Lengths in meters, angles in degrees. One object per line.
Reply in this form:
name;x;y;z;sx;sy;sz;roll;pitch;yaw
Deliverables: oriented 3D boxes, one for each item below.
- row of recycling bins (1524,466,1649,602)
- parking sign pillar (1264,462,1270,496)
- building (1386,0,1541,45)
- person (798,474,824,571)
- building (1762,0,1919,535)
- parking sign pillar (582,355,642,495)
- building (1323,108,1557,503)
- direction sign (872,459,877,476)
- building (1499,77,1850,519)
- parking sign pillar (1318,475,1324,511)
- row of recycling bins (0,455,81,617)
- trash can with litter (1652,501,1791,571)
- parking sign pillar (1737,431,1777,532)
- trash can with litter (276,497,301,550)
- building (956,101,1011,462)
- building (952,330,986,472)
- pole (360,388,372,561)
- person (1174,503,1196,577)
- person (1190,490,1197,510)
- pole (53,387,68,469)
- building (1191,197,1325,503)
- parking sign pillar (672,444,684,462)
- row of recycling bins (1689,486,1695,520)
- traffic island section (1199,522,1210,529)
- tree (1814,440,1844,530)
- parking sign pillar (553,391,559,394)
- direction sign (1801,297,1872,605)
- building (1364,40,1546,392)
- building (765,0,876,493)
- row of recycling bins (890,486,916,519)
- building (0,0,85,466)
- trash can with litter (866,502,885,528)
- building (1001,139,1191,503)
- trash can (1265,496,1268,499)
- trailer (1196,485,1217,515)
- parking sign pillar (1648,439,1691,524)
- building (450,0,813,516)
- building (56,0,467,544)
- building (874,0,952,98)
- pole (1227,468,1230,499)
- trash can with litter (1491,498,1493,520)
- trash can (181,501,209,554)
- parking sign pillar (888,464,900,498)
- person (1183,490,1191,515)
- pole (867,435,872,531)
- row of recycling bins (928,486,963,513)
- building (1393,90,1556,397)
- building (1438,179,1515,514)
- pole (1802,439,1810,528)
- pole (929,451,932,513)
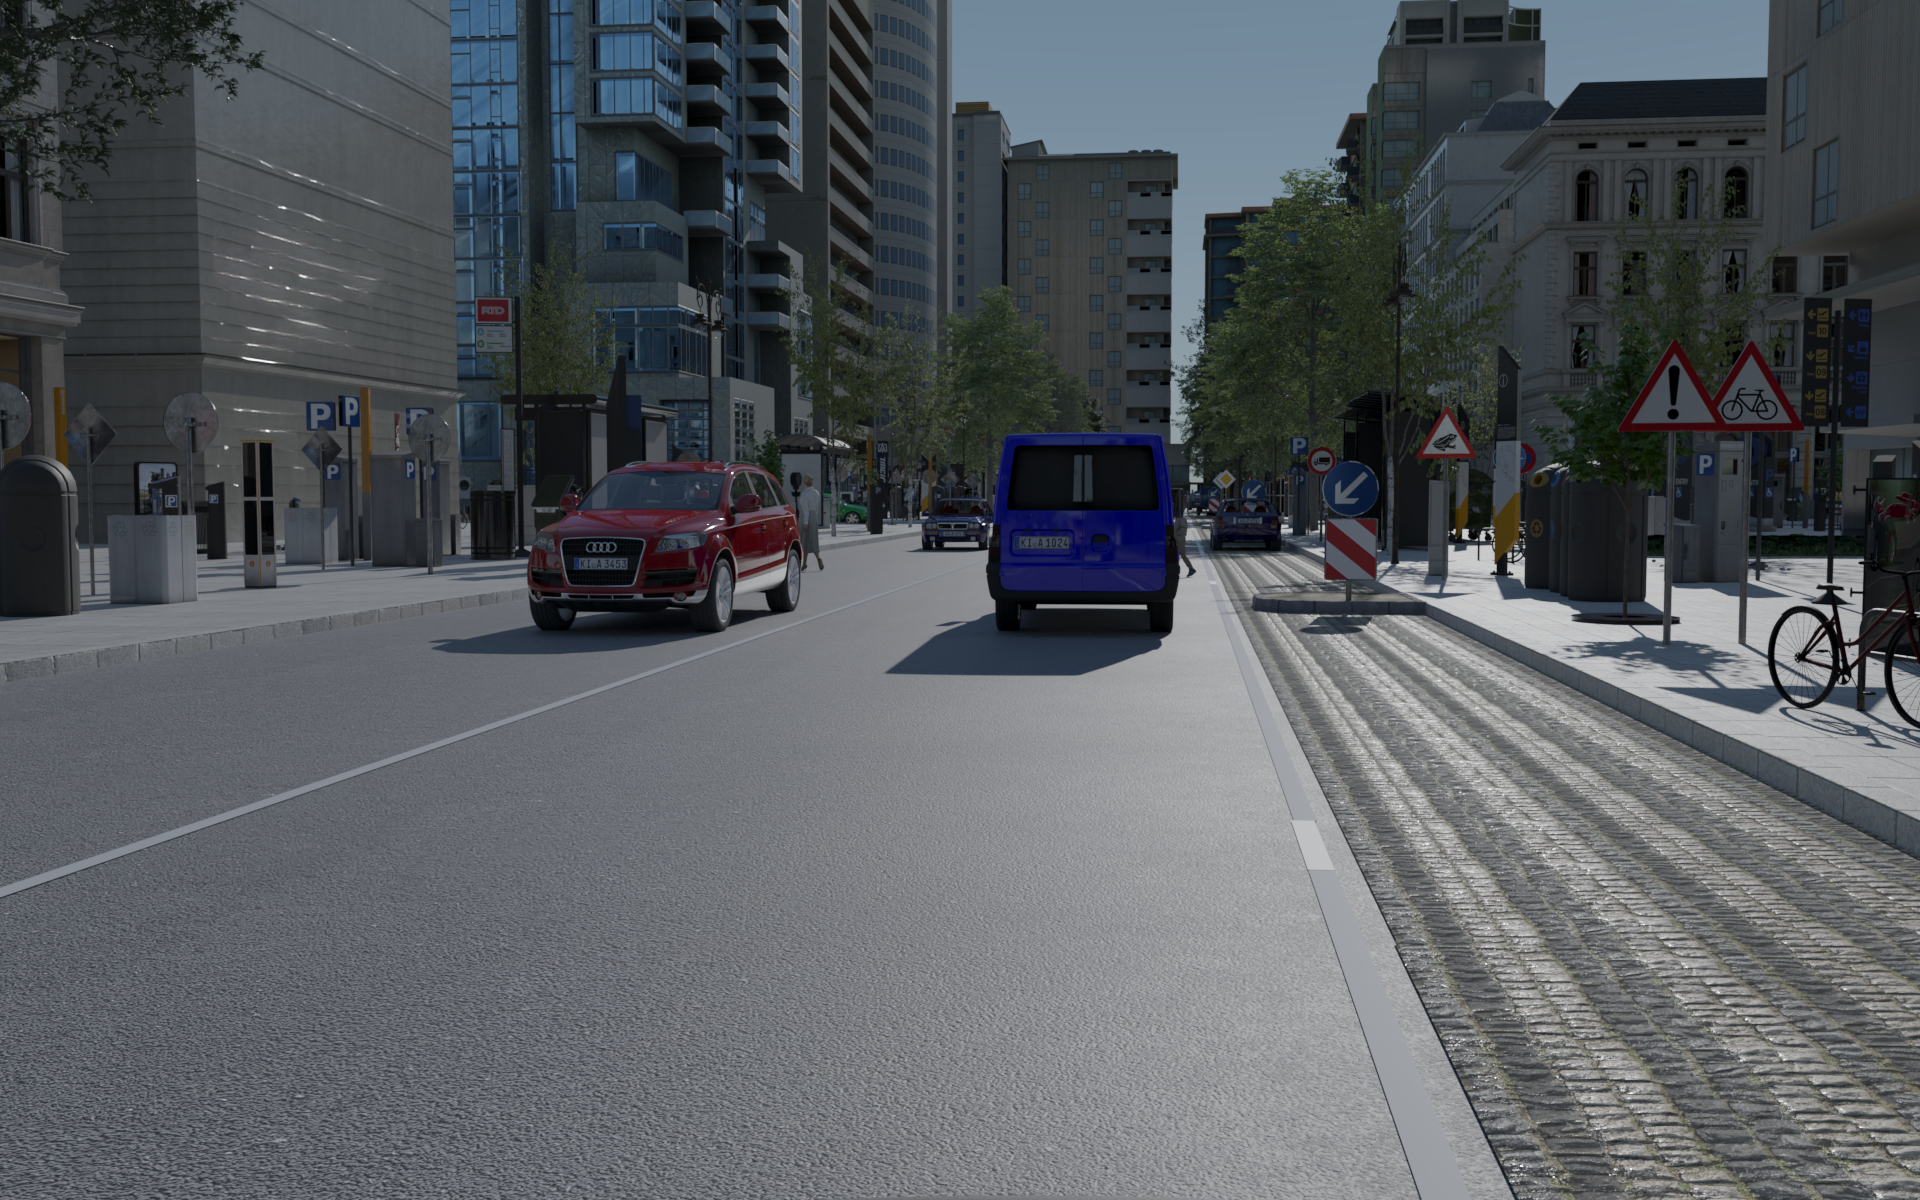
row of recycling bins;8.012;-0.921;22.177;1.069;1.692;3.534;0;4;8
parking sign pillar;20.272;-7.717;114.643;1.447;3.967;1.447;1;4;12
building;73.512;-49.879;253.775;20.611;71.187;20.563;0;4;7
person;-2.773;-1.443;32.314;0.478;1.798;0.641;-3;4;-39
building;36.595;-27.462;38.250;28.713;52.752;27.495;0;4;7
parking sign pillar;-6.684;-2.809;34.395;1.447;3.967;1.447;-1;4;-22
building;53.998;-33.099;195.786;22.147;44.769;28.867;0;4;7
direction sign;-5.286;-7.274;110.933;0.876;3.537;0.379;0;4;-6
building;40.204;-16.178;93.387;19.941;23.489;11.050;0;4;7
parking sign pillar;27.282;-8.783;132.078;1.447;3.967;1.447;0;4;2
row of recycling bins;-11.127;-0.700;18.558;3.534;1.692;1.069;1;4;9
trash can with litter;13.333;-1.152;29.897;1.678;1.210;2.233;-1;4;-14
parking sign pillar;27.192;-4.329;59.244;1.447;3.967;1.447;-1;4;-21
trash can with litter;-15.316;-1.787;40.282;1.678;1.210;2.233;-1;4;-16
building;-6.631;-44.172;264.217;28.212;58.520;21.231;0;4;7
building;-12.626;-22.102;206.411;28.899;21.520;27.650;0;4;7
pole;-11.387;-2.411;33.256;0.158;3.312;0.155;0;3;0
person;3.796;-1.047;29.894;0.640;1.303;0.475;-1;4;-21
person;20.441;-8.772;151.946;0.660;1.820;0.620;0;3;0
pole;-17.171;-2.403;33.131;0.158;3.312;0.155;0;3;0
building;49.099;-36.948;258.715;28.867;44.769;22.147;0;4;7
parking sign pillar;-14.928;-6.450;93.937;1.447;3.967;1.447;-1;4;-16
row of recycling bins;35.681;-4.775;85.176;1.069;1.692;3.534;2;4;31
traffic island section;11.877;-3.447;78.640;2.009;0.180;2.903;0;4;7
tree;31.647;-4.159;62.599;1.663;3.219;1.824;0;3;0
parking sign pillar;-10.551;-3.439;44.702;1.447;3.967;1.447;-1;4;-11
direction sign;10.148;-1.720;20.114;0.876;3.537;0.379;-1;4;-12
building;45.489;-29.189;160.827;14.154;41.232;14.086;0;4;7
building;-19.432;-31.883;144.991;21.300;48.544;21.600;0;4;7
row of recycling bins;-3.016;-5.212;92.326;1.069;1.692;3.534;-1;4;-13
building;-26.582;-10.273;18.875;10.553;20.767;40.483;0;4;7
trash can with litter;-3.259;-3.348;66.124;0.624;1.170;1.055;1;4;9
building;21.436;-41.290;264.330;27.495;52.752;28.713;0;4;7
trash can;23.512;-7.466;133.722;0.748;1.137;0.748;0;3;0
trailer;16.104;-6.461;112.687;1.471;1.999;3.904;0;4;5
parking sign pillar;24.737;-4.453;61.281;1.447;3.967;1.447;-1;4;-18
building;-21.760;-48.743;109.617;22.319;86.520;31.000;0;4;7
building;-39.556;-16.971;53.896;44.131;29.872;17.030;0;4;7
building;-12.986;-38.467;170.926;21.231;58.520;28.212;0;4;7
pole;19.855;-8.197;127.868;0.158;3.312;0.155;0;3;0
trash can with litter;26.956;-4.611;86.775;0.624;1.170;1.055;1;4;21
trash can;-16.370;-1.561;37.180;0.748;1.137;0.748;0;3;0
parking sign pillar;-6.055;-10.229;155.708;1.447;3.967;1.447;1;4;18
person;15.360;-6.599;117.224;0.563;1.720;0.643;-1;4;-23
pole;-3.108;-4.012;59.440;0.158;3.312;0.155;0;3;0
row of recycling bins;-0.635;-4.846;86.342;1.069;1.692;3.534;2;4;24
building;41.195;-21.897;135.502;11.434;29.767;29.804;0;4;7
building;37.643;-15.755;112.354;10.420;20.320;16.860;0;4;7
pole;31.608;-4.332;64.675;0.158;3.312;0.155;0;3;0
pole;-1.395;-5.358;81.445;0.158;3.312;0.155;0;3;0
